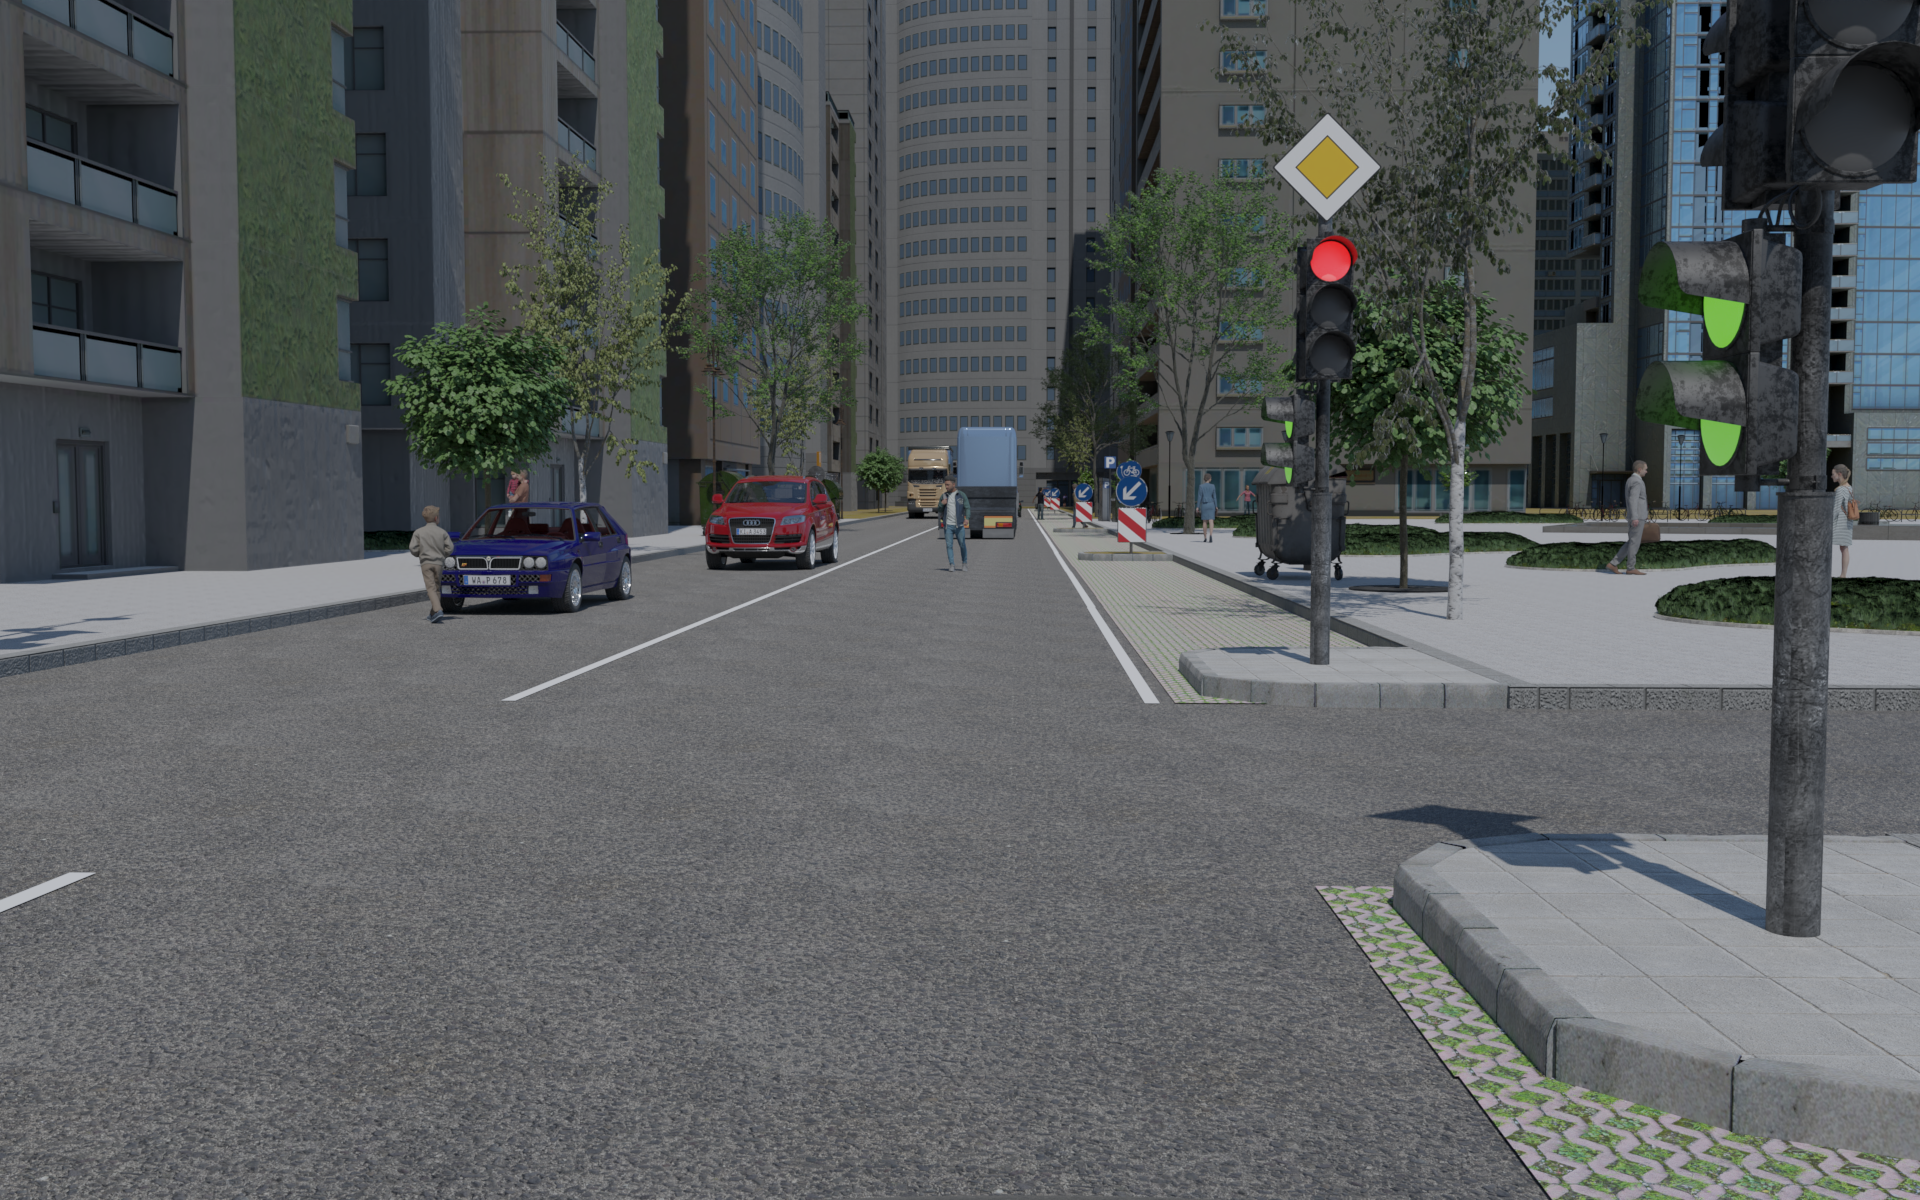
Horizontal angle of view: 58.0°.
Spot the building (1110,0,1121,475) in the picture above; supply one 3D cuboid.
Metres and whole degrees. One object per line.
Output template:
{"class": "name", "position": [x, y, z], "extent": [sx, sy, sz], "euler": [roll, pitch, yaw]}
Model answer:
{"class": "building", "position": [26.885, -34.053, 146.012], "extent": [28.713, 52.752, 27.495], "euler": [0, 4, 2]}

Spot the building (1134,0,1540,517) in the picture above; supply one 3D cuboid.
{"class": "building", "position": [22.334, -29.596, 107.597], "extent": [21.300, 48.544, 21.600], "euler": [0, 4, 2]}

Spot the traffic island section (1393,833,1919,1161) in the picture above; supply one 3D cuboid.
{"class": "traffic island section", "position": [2.464, 1.052, 5.079], "extent": [2.009, 0.180, 2.903], "euler": [0, 4, 2]}

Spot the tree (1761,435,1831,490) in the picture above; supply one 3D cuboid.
{"class": "tree", "position": [35.809, -5.571, 74.806], "extent": [4.285, 4.588, 4.351], "euler": [0, 3, 0]}

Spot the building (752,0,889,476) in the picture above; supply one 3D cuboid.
{"class": "building", "position": [-22.841, -39.360, 185.541], "extent": [28.212, 58.520, 21.231], "euler": [0, 4, 2]}

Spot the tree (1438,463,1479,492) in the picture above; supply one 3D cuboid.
{"class": "tree", "position": [22.374, -5.123, 78.360], "extent": [1.663, 3.219, 1.824], "euler": [0, 3, 0]}

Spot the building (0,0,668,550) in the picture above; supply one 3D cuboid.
{"class": "building", "position": [-16.664, -22.290, 48.039], "extent": [14.154, 41.232, 14.086], "euler": [0, 4, 2]}

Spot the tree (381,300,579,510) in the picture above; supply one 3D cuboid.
{"class": "tree", "position": [-8.114, -2.792, 29.368], "extent": [4.285, 4.588, 4.351], "euler": [0, 3, 0]}

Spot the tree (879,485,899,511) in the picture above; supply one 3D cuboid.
{"class": "tree", "position": [-5.673, -8.346, 131.060], "extent": [1.663, 3.219, 1.824], "euler": [0, 3, 0]}

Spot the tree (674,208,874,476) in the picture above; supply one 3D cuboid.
{"class": "tree", "position": [-6.774, -8.384, 62.837], "extent": [9.928, 11.665, 9.643], "euler": [0, 3, 0]}

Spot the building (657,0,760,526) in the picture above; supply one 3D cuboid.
{"class": "building", "position": [-16.782, -26.023, 75.590], "extent": [14.600, 45.320, 14.200], "euler": [0, 4, 2]}

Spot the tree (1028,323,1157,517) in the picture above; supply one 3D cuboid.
{"class": "tree", "position": [7.233, -9.843, 95.350], "extent": [7.601, 10.594, 8.767], "euler": [0, 4, 1]}

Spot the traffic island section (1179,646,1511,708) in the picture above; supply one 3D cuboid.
{"class": "traffic island section", "position": [2.733, 0.564, 13.059], "extent": [2.009, 0.180, 2.903], "euler": [0, 4, 2]}

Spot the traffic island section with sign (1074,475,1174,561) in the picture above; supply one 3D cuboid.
{"class": "traffic island section with sign", "position": [3.574, -1.775, 37.644], "extent": [1.989, 1.847, 2.006], "euler": [0, 4, 2]}

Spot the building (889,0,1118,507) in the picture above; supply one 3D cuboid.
{"class": "building", "position": [5.584, -39.332, 185.076], "extent": [28.212, 58.520, 21.231], "euler": [0, 4, 2]}

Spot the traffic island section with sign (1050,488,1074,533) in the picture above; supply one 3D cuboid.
{"class": "traffic island section with sign", "position": [4.479, -3.422, 64.584], "extent": [1.989, 1.847, 2.006], "euler": [0, 4, 2]}

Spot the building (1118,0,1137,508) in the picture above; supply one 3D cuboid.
{"class": "building", "position": [18.905, -29.087, 125.687], "extent": [14.600, 45.320, 14.200], "euler": [0, 4, 2]}

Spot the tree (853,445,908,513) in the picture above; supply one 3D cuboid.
{"class": "tree", "position": [-5.310, -8.407, 121.173], "extent": [4.285, 4.588, 4.351], "euler": [0, 3, 0]}

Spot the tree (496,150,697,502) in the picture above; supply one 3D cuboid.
{"class": "tree", "position": [-8.072, -5.322, 37.370], "extent": [4.737, 8.622, 4.395], "euler": [0, 3, 0]}

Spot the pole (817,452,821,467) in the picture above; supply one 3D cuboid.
{"class": "pole", "position": [-6.769, -5.462, 83.153], "extent": [0.158, 3.312, 0.155], "euler": [0, 3, 0]}

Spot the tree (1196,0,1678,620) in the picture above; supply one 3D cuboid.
{"class": "tree", "position": [4.842, -4.109, 17.546], "extent": [4.360, 8.622, 3.978], "euler": [0, 3, 0]}

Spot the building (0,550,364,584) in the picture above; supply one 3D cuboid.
{"class": "building", "position": [-18.911, -20.946, 26.058], "extent": [14.154, 41.232, 14.086], "euler": [0, 4, 2]}

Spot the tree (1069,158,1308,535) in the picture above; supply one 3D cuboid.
{"class": "tree", "position": [7.284, -7.885, 54.671], "extent": [9.928, 11.665, 9.643], "euler": [0, 3, 0]}

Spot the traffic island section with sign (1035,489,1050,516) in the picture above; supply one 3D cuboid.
{"class": "traffic island section with sign", "position": [6.178, -6.506, 115.001], "extent": [1.989, 1.847, 2.006], "euler": [0, 4, 2]}

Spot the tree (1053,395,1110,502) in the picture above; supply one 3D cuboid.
{"class": "tree", "position": [8.539, -10.493, 121.920], "extent": [4.737, 8.622, 4.395], "euler": [0, 3, 0]}

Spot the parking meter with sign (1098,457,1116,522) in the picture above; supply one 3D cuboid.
{"class": "parking meter with sign", "position": [6.827, -5.198, 81.252], "extent": [0.543, 3.016, 1.738], "euler": [-1, 4, -9]}

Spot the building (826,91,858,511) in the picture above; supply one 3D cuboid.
{"class": "building", "position": [-15.093, -21.600, 124.858], "extent": [14.160, 30.474, 14.107], "euler": [0, 4, 2]}

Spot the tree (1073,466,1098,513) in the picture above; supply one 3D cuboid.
{"class": "tree", "position": [8.341, -7.412, 115.782], "extent": [1.663, 3.219, 1.824], "euler": [0, 3, 0]}

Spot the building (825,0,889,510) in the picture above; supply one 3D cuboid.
{"class": "building", "position": [-17.309, -43.537, 150.080], "extent": [20.611, 71.187, 20.563], "euler": [0, 4, 2]}

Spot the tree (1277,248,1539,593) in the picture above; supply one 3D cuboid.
{"class": "tree", "position": [5.935, -2.410, 23.118], "extent": [4.285, 4.588, 4.351], "euler": [0, 3, 0]}

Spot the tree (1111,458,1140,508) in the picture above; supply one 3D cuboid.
{"class": "tree", "position": [8.381, -5.542, 85.207], "extent": [1.663, 3.219, 1.824], "euler": [0, 3, 0]}

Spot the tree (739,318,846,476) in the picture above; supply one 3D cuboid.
{"class": "tree", "position": [-6.864, -7.412, 71.552], "extent": [4.737, 8.622, 4.395], "euler": [0, 3, 0]}

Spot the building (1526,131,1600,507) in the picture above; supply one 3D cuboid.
{"class": "building", "position": [63.066, -30.341, 187.963], "extent": [23.993, 40.220, 32.217], "euler": [0, 4, 2]}

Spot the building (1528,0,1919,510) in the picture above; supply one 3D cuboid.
{"class": "building", "position": [67.057, -50.966, 145.965], "extent": [31.000, 86.520, 22.319], "euler": [0, 4, 2]}
